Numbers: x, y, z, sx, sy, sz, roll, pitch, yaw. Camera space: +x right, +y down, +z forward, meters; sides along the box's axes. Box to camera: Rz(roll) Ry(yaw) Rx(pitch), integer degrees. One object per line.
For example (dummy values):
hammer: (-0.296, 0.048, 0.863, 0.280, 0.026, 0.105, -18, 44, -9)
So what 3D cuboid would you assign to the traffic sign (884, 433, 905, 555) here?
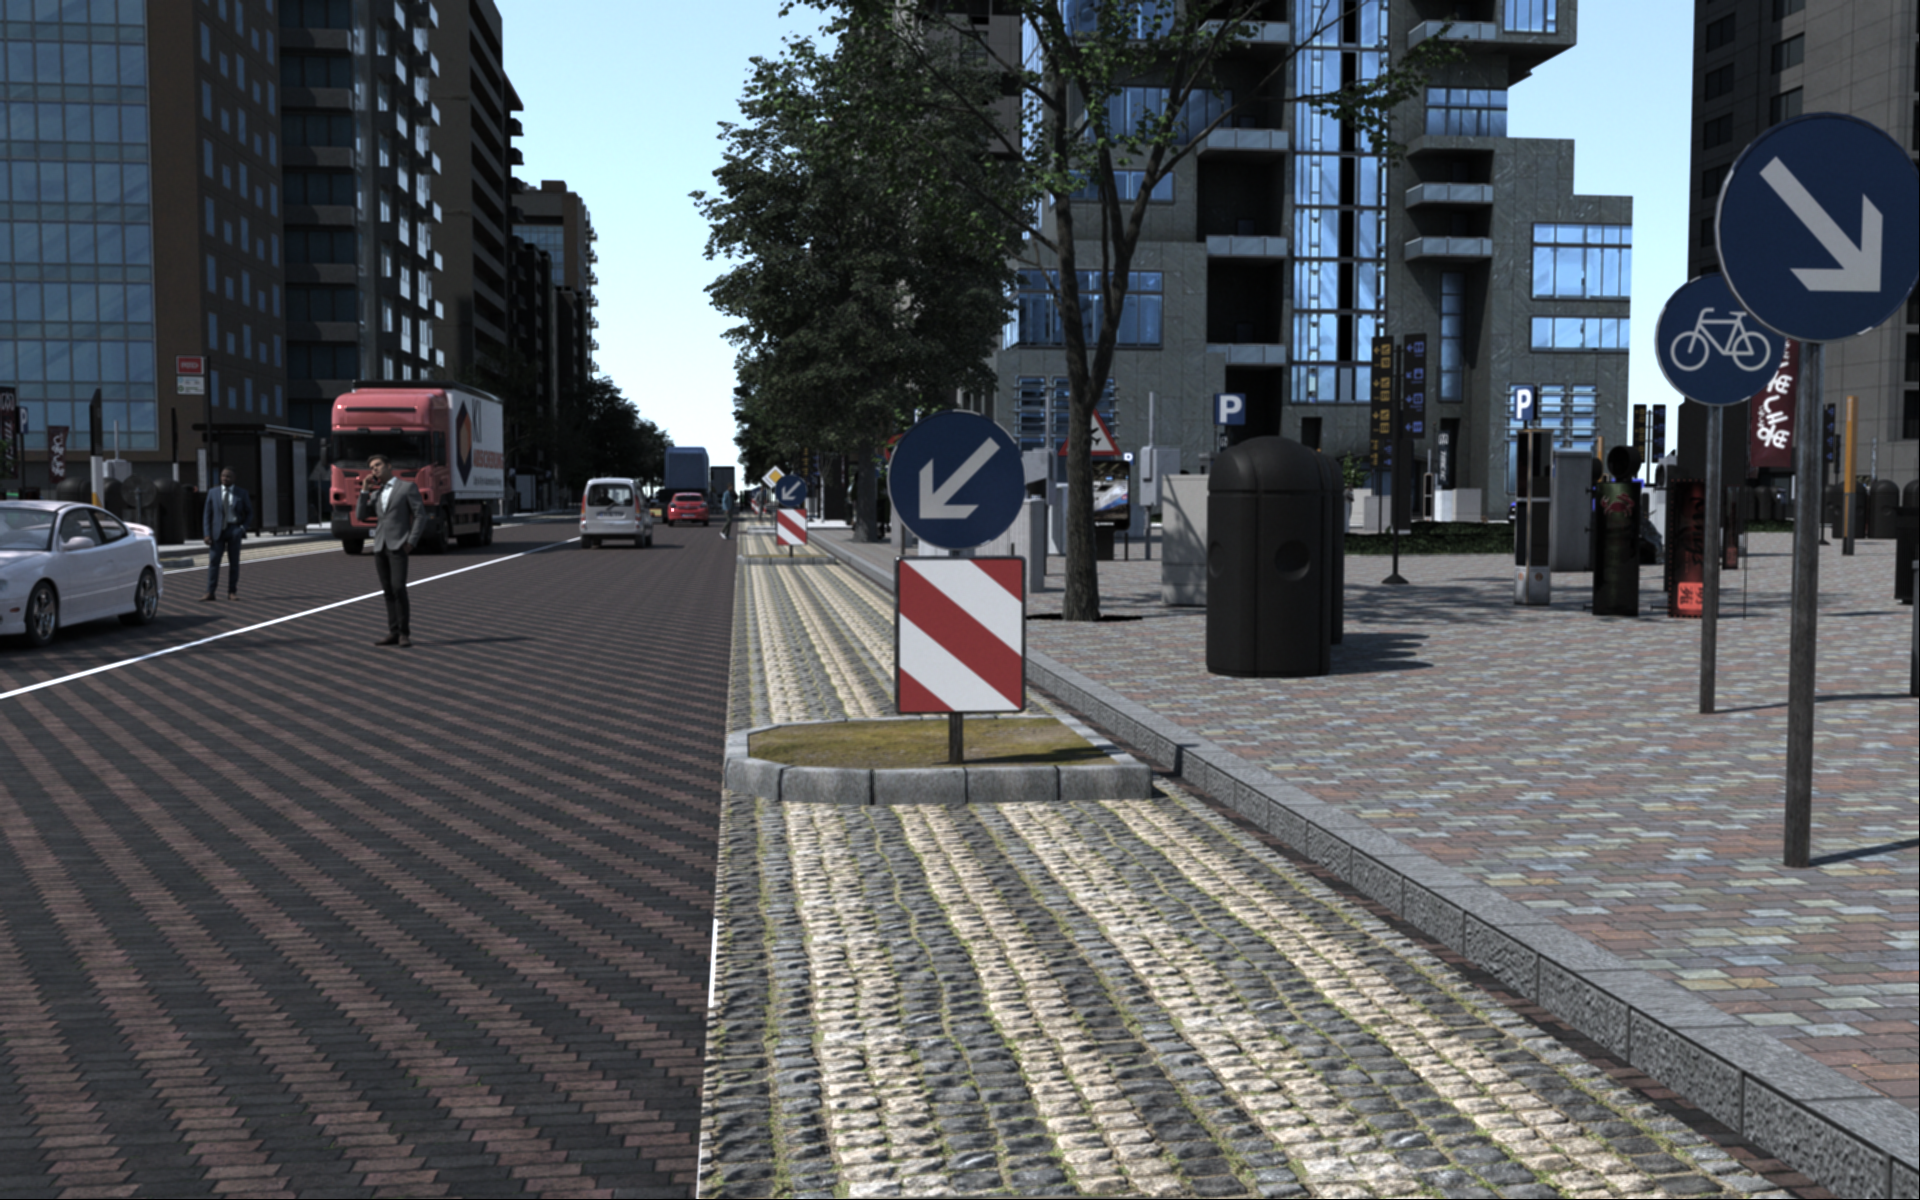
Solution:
traffic sign: (-1.193, -2.210, 36.247, 0.768, 2.556, 0.104, 0, 4, 2)

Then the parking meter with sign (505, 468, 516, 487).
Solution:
parking meter with sign: (-30.801, -7.447, 118.019, 0.543, 3.016, 1.738, -2, 4, -33)

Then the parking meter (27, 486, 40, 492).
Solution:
parking meter: (-30.797, -3.010, 57.620, 0.372, 1.533, 0.369, 0, 3, 0)

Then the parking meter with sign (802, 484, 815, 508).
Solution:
parking meter with sign: (-11.889, -8.532, 135.760, 0.543, 3.016, 1.738, -3, 5, -43)

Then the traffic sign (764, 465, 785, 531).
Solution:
traffic sign: (-6.397, -3.453, 60.095, 0.795, 2.450, 0.064, 0, 4, -7)

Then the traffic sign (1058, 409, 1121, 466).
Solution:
traffic sign: (1.797, -1.473, 24.081, 0.884, 2.594, 0.081, 0, 3, 0)

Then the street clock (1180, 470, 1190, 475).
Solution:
street clock: (6.706, -2.911, 52.162, 0.471, 2.002, 0.358, 1, 4, 15)

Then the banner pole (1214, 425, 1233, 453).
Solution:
banner pole: (9.449, -4.442, 62.641, 0.863, 3.779, 0.401, 0, 4, -4)

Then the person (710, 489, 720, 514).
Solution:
person: (-17.520, -7.034, 123.864, 0.624, 1.780, 0.694, 3, 5, 42)

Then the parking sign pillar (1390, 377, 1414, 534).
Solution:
parking sign pillar: (10.309, -3.178, 40.435, 1.447, 3.967, 1.447, 1, 4, 12)

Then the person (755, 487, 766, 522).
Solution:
person: (-10.141, -4.864, 88.118, 0.391, 1.810, 0.635, 2, 4, 25)

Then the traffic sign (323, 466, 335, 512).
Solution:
traffic sign: (-24.048, -4.072, 66.576, 0.884, 2.594, 0.081, 0, 4, -2)

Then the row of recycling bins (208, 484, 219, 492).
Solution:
row of recycling bins: (-31.903, -3.978, 72.160, 3.534, 1.692, 1.069, 1, 4, 22)

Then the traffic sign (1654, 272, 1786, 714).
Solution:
traffic sign: (4.369, -0.608, 10.054, 0.768, 2.556, 0.104, 0, 4, -2)

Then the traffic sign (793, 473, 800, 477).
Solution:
traffic sign: (-9.704, -6.276, 102.723, 0.768, 2.556, 0.104, 0, 4, -5)

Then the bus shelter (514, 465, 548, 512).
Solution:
bus shelter: (-30.763, -7.937, 123.698, 2.014, 3.302, 5.546, 0, 4, -7)

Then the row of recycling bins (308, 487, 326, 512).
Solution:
row of recycling bins: (-38.035, -5.712, 100.504, 3.534, 1.692, 1.069, 3, 4, 37)

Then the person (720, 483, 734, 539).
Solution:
person: (-7.363, -2.813, 54.829, 0.444, 1.785, 0.601, 2, 4, 25)

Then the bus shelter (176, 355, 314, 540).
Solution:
bus shelter: (-21.899, -4.605, 52.917, 2.179, 5.291, 8.768, 0, 4, -7)

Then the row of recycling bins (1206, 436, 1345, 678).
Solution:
row of recycling bins: (2.500, -0.402, 13.690, 1.069, 1.692, 3.534, 1, 4, 15)

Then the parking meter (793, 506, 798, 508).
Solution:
parking meter: (-9.741, -5.877, 101.805, 0.255, 1.863, 0.399, 2, 4, 35)

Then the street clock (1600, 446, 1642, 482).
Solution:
street clock: (9.953, -1.311, 26.000, 0.358, 2.002, 0.471, -2, 4, -24)

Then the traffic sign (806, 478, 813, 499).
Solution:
traffic sign: (-8.556, -6.167, 100.931, 0.768, 2.556, 0.104, 0, 4, -3)

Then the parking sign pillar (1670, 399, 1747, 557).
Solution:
parking sign pillar: (15.455, -2.885, 35.639, 1.447, 3.967, 1.447, 2, 4, 24)

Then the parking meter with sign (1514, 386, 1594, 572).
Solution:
parking meter with sign: (10.007, -1.971, 28.481, 1.738, 3.016, 0.543, -1, 4, -16)

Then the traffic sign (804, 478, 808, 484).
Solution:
traffic sign: (-12.425, -8.484, 138.711, 0.884, 2.594, 0.081, 0, 4, 1)

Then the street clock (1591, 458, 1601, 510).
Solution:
street clock: (12.612, -1.839, 34.633, 0.358, 2.002, 0.471, 0, 4, -7)

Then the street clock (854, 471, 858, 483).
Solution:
street clock: (-2.919, -2.899, 51.975, 0.471, 2.002, 0.358, 1, 4, 10)

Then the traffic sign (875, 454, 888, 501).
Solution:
traffic sign: (-2.673, -3.364, 55.102, 0.768, 2.556, 0.104, 0, 4, -6)

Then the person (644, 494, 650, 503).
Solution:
person: (-27.213, -8.473, 150.226, 0.799, 1.438, 0.628, 1, 4, 15)

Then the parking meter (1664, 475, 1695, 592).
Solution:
parking meter: (9.446, -0.874, 22.707, 0.372, 1.533, 0.369, 0, 3, 0)

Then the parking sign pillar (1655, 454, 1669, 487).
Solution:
parking sign pillar: (42.159, -7.040, 103.579, 1.447, 3.967, 1.447, -2, 4, -30)

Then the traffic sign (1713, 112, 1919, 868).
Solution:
traffic sign: (2.885, -0.354, 5.895, 0.768, 2.556, 0.104, 0, 4, -6)

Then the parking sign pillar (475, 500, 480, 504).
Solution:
parking sign pillar: (-27.223, -6.609, 96.535, 1.447, 3.967, 1.447, 2, 4, 33)

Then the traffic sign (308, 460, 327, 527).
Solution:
traffic sign: (-24.677, -4.083, 66.764, 0.884, 2.594, 0.081, 0, 4, -4)

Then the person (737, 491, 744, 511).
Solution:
person: (-18.861, -8.532, 148.724, 0.721, 1.735, 1.217, -2, 4, -32)

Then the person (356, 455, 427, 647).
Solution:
person: (-5.378, -0.471, 16.388, 0.592, 1.802, 0.473, 2, 4, 34)

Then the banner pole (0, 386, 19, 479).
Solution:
banner pole: (-19.542, -2.776, 35.409, 0.401, 3.779, 0.863, 1, 4, 11)

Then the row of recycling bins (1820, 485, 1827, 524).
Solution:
row of recycling bins: (37.956, -4.120, 74.474, 3.534, 1.692, 1.069, -3, 4, -38)

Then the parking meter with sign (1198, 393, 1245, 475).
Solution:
parking meter with sign: (4.558, -2.117, 30.867, 0.543, 3.016, 1.738, 0, 4, -7)

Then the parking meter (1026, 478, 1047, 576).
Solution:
parking meter: (1.172, -1.149, 27.202, 0.372, 1.533, 0.369, 0, 3, 0)

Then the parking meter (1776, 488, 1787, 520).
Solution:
parking meter: (36.025, -4.131, 75.957, 0.372, 1.533, 0.369, 0, 3, 0)

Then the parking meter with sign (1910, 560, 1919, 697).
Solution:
parking meter with sign: (6.687, -0.925, 11.388, 0.543, 3.016, 1.738, 3, 4, 39)

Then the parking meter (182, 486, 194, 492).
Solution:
parking meter: (-24.757, -2.882, 55.536, 0.372, 1.533, 0.369, 0, 3, 0)

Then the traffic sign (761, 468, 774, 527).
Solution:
traffic sign: (-7.400, -3.937, 68.017, 0.795, 2.450, 0.064, 0, 4, -7)

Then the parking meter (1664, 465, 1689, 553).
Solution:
parking meter: (14.234, -1.752, 34.364, 0.399, 1.863, 0.255, 0, 4, -8)

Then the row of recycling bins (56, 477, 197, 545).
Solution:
row of recycling bins: (-20.778, -2.198, 43.051, 1.069, 1.692, 3.534, 1, 4, 21)

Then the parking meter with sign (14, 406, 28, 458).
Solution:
parking meter with sign: (-19.475, -2.329, 34.343, 1.738, 3.016, 0.543, -1, 4, -12)

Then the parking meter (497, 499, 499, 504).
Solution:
parking meter: (-29.017, -6.333, 109.259, 0.399, 1.863, 0.255, 3, 5, 40)

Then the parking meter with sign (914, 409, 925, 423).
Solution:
parking meter with sign: (-0.021, -2.392, 35.367, 1.738, 3.016, 0.543, -1, 4, -18)

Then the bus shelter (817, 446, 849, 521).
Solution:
bus shelter: (-6.431, -5.772, 85.653, 1.731, 3.624, 6.357, 0, 4, -7)

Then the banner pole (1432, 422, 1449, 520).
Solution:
banner pole: (16.587, -4.277, 59.942, 0.401, 3.779, 0.863, -3, 4, -36)

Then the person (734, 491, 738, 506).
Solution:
person: (-26.649, -12.005, 205.314, 0.617, 1.759, 0.750, 1, 4, 9)

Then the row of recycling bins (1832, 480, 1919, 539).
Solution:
row of recycling bins: (26.908, -2.593, 49.508, 3.534, 1.692, 1.069, 1, 4, 10)

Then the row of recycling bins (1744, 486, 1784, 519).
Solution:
row of recycling bins: (39.750, -4.870, 86.732, 3.534, 1.692, 1.069, -1, 4, -15)

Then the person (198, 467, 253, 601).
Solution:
person: (-9.922, -0.899, 23.386, 0.721, 1.800, 0.419, -2, 4, -25)

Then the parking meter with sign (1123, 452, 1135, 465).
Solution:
parking meter with sign: (6.560, -4.618, 71.767, 0.543, 3.016, 1.738, 3, 4, 36)

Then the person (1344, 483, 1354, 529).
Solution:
person: (15.241, -3.641, 67.836, 0.447, 1.846, 0.655, 0, 4, -7)

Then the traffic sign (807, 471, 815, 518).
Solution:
traffic sign: (-7.956, -5.757, 94.236, 0.768, 2.556, 0.104, 0, 4, -3)
